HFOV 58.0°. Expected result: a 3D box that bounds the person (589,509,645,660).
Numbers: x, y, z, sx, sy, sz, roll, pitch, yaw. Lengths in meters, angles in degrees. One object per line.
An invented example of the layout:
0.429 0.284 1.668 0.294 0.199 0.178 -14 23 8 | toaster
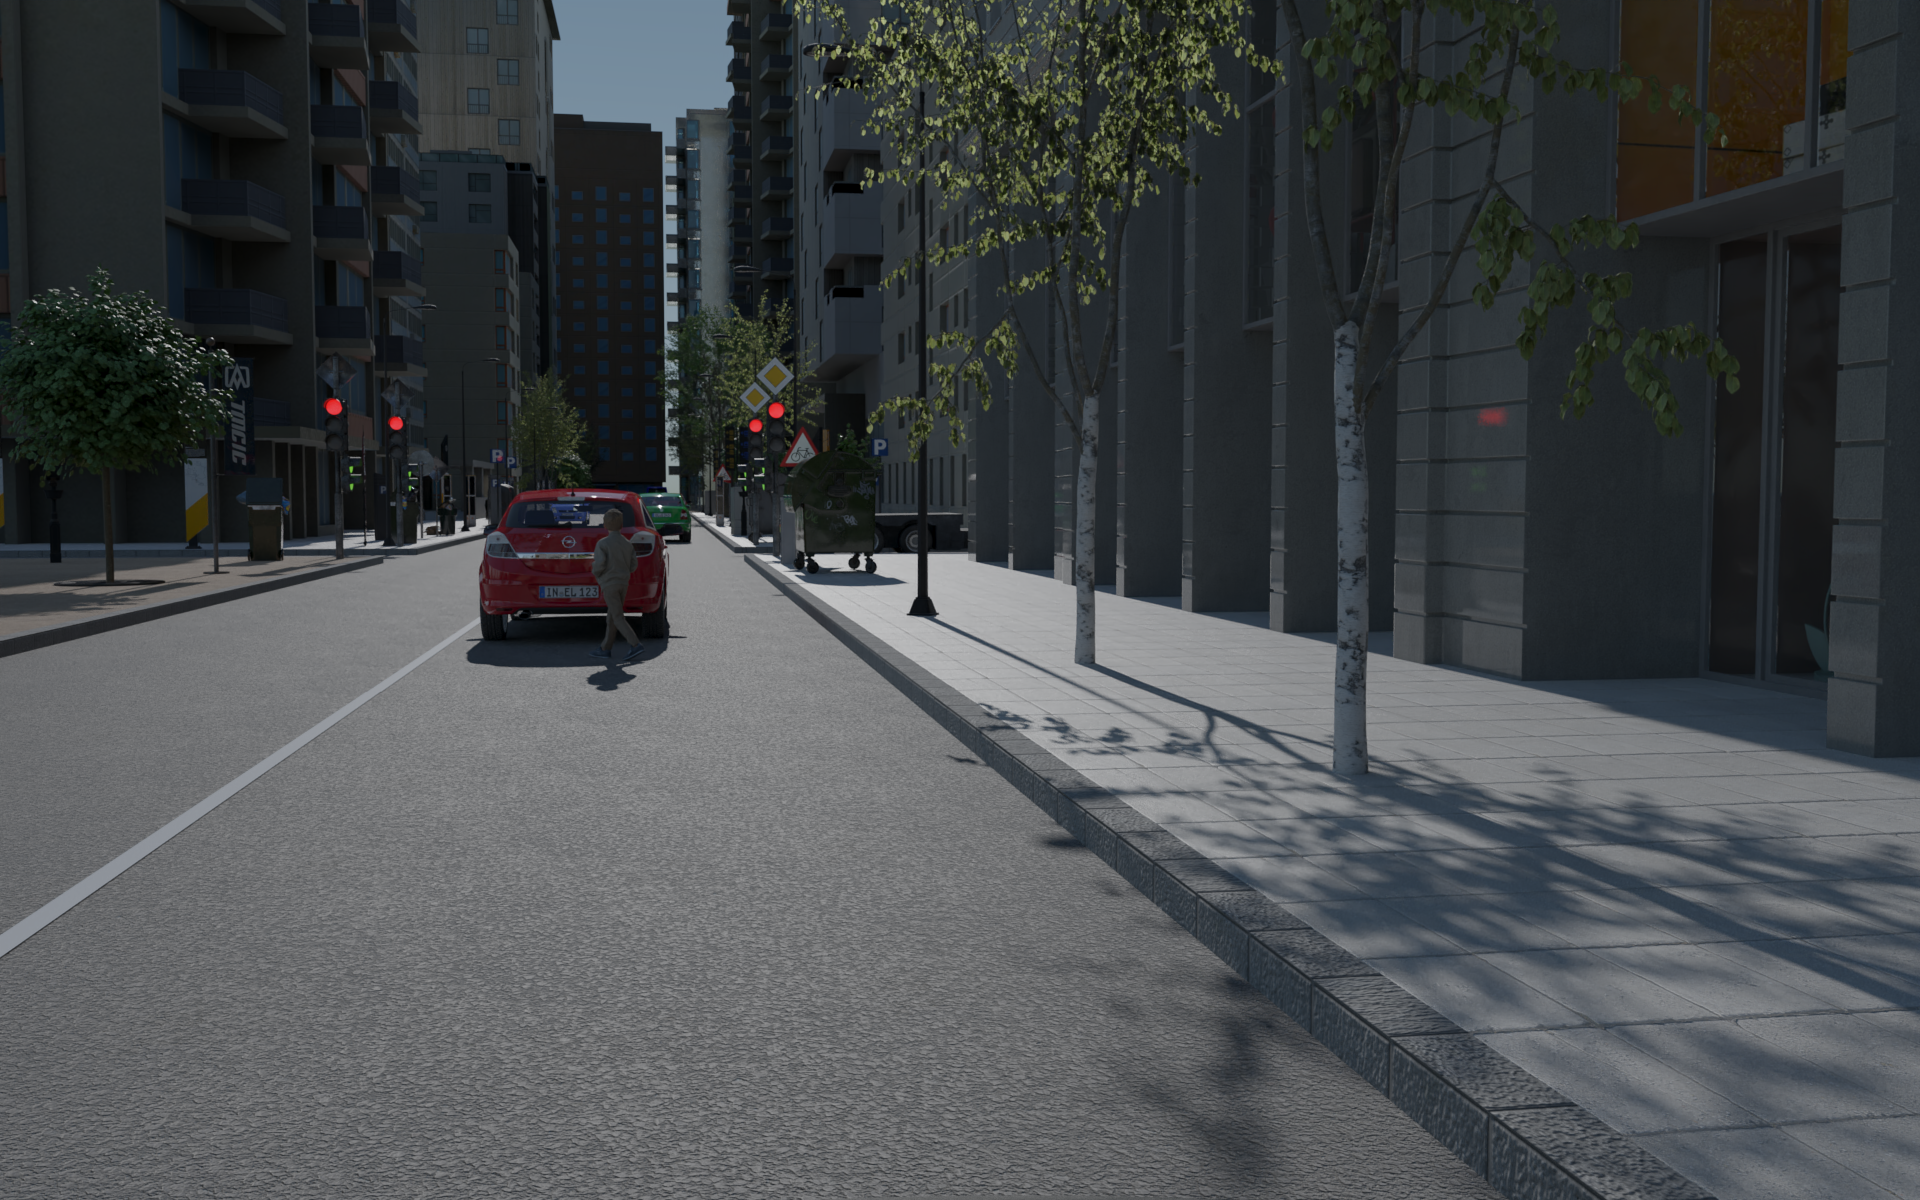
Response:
-2.993 -0.135 14.972 0.640 1.303 0.475 2 4 25 | person

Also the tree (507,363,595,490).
-23.675 -9.045 98.250 4.737 8.622 4.395 0 3 0 | tree

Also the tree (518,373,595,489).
-24.718 -9.436 104.642 4.360 8.622 3.978 0 3 0 | tree

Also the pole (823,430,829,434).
-4.240 -3.738 54.956 0.158 3.312 0.155 0 3 0 | pole

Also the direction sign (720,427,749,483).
-7.530 -4.072 58.571 0.876 3.537 0.379 -2 4 -31 | direction sign

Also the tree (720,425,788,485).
-9.167 -5.707 77.017 4.285 4.588 4.351 0 3 0 | tree

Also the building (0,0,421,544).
-29.785 -24.508 55.333 22.147 44.769 28.867 -1 4 -10 | building

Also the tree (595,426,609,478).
-37.308 -13.645 173.459 4.360 8.622 3.978 0 3 0 | tree

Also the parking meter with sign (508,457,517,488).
-20.848 -5.108 79.769 0.543 3.016 1.738 0 4 -3 | parking meter with sign

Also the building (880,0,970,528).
13.256 -13.228 61.319 28.899 21.520 27.650 -1 4 -10 | building

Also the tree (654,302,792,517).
-13.064 -10.376 95.401 9.928 11.665 9.643 0 3 0 | tree

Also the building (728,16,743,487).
-15.009 -45.394 180.439 20.563 71.187 20.611 -1 4 -10 | building

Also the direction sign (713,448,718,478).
-11.953 -5.756 86.111 0.379 3.537 0.876 2 4 34 | direction sign

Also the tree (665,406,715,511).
-20.042 -11.098 131.813 4.737 8.622 4.395 0 3 0 | tree

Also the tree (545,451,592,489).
-28.282 -8.632 124.846 4.285 4.588 4.351 0 3 0 | tree

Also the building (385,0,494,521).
-41.196 -24.251 88.390 32.217 40.220 23.993 -1 4 -10 | building

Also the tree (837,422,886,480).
-3.069 -3.197 46.865 1.663 3.219 1.824 0 3 0 | tree

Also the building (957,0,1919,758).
7.937 -14.768 18.947 11.434 29.767 29.804 -1 4 -10 | building

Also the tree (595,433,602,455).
-30.556 -11.380 136.430 4.737 8.622 4.395 0 3 0 | tree

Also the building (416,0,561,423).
-53.796 -35.524 170.058 27.495 52.752 28.713 -1 4 -10 | building

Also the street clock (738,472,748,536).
-6.649 -2.979 53.270 0.358 2.002 0.471 0 4 -7 | street clock

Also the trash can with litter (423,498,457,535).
-16.243 -2.611 54.071 1.055 1.170 0.624 1 4 10 | trash can with litter

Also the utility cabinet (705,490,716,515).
-14.887 -5.783 103.227 0.318 1.500 1.173 1 4 13 | utility cabinet

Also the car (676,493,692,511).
-14.558 -4.762 86.893 2.155 1.783 4.494 0 4 -8 | car

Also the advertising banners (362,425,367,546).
-14.868 -2.877 43.226 0.090 3.025 2.074 -1 4 -18 | advertising banners

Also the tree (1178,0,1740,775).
1.831 -3.494 7.493 4.737 8.622 4.395 0 3 0 | tree

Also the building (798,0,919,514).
4.844 -31.401 102.648 28.713 52.752 27.495 -1 4 -10 | building

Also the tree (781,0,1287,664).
0.862 -3.838 13.112 4.360 8.622 3.978 0 3 0 | tree

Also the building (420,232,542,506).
-46.110 -17.276 127.499 27.650 21.520 28.899 -1 4 -10 | building

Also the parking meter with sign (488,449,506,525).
-18.157 -4.368 67.672 0.543 3.016 1.738 -1 4 -21 | parking meter with sign

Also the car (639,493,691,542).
-9.174 -2.696 52.879 1.959 1.807 4.718 -1 4 -11 | car

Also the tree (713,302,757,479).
-7.202 -6.913 63.390 4.360 8.622 3.978 0 3 0 | tree

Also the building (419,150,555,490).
-42.825 -23.111 149.559 14.160 30.474 14.107 -1 4 -10 | building

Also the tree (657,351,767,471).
-15.550 -10.736 109.939 7.601 10.594 8.767 0 4 4 | tree

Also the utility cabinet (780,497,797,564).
-3.163 -1.281 32.101 0.306 1.237 1.020 0 4 -5 | utility cabinet

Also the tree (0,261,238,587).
-12.202 -2.501 24.599 4.285 4.588 4.351 0 3 0 | tree

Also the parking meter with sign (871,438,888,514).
-2.827 -3.599 55.111 0.543 3.016 1.738 -1 4 -22 | parking meter with sign

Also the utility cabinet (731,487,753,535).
-6.578 -2.784 54.193 1.173 1.500 0.318 -2 4 -31 | utility cabinet

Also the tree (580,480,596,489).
-39.760 -11.710 186.064 1.663 3.219 1.824 0 3 0 | tree

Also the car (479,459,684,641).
-4.043 -0.580 18.528 2.155 1.783 4.494 -1 4 -9 | car

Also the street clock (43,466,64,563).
-16.876 -1.694 32.270 0.358 2.002 0.471 -2 4 -26 | street clock
